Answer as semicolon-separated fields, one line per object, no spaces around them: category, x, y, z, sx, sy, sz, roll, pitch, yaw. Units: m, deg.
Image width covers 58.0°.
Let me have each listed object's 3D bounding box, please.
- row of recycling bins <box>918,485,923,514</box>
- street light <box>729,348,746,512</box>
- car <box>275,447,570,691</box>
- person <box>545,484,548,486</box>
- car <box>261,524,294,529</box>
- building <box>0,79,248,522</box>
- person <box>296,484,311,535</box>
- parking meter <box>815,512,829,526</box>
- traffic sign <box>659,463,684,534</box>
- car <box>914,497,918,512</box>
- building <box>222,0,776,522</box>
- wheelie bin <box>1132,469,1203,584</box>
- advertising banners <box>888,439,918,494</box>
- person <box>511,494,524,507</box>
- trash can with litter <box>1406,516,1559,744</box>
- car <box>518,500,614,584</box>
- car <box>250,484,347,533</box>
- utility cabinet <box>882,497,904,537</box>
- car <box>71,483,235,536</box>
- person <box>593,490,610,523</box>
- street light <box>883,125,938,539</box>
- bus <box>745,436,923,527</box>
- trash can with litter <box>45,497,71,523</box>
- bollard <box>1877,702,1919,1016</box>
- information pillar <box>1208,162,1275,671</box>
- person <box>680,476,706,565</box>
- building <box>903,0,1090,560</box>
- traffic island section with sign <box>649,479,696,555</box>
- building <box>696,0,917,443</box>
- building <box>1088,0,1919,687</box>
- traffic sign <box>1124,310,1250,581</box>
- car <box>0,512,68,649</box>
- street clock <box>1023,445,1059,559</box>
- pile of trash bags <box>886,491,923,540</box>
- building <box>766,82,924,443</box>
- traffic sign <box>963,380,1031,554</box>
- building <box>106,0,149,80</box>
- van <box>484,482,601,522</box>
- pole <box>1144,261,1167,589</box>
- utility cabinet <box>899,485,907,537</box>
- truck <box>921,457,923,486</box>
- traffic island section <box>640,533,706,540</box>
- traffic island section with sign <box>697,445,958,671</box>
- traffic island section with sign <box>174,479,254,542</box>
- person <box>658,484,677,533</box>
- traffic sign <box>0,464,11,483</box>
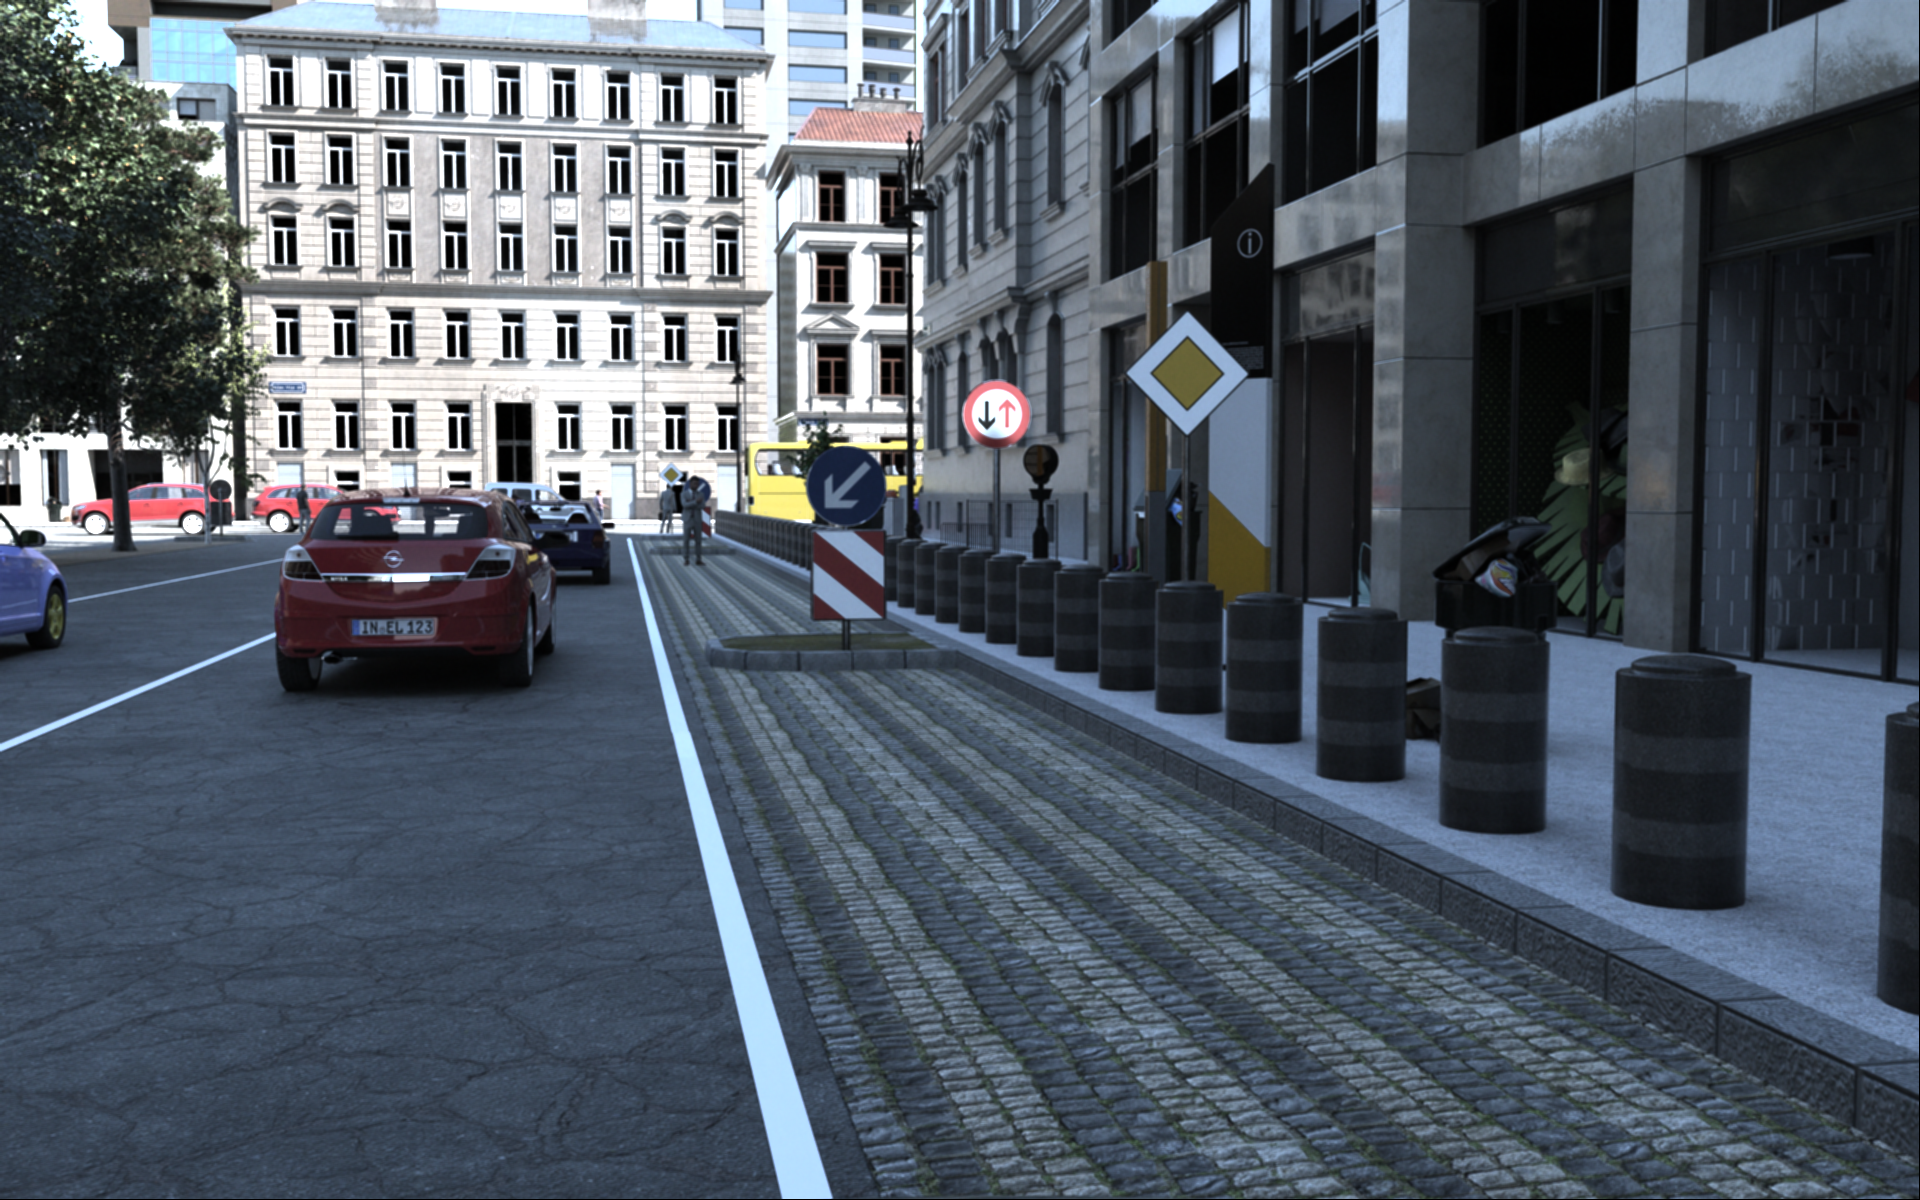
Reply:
row of recycling bins;0.398;-3.038;56.786;3.534;1.692;1.069;0;4;-4
street light;-7.029;-5.020;54.863;0.468;5.910;1.993;-1;4;-11
car;-4.320;-0.316;14.200;2.155;1.783;4.494;-1;4;-10
person;-16.216;-3.610;67.617;0.391;1.810;0.635;0;4;2
car;-25.880;-3.585;70.413;4.920;1.459;2.131;-1;4;-10
building;-42.858;-13.932;82.546;16.860;20.320;10.420;-1;4;-11
person;-23.195;-3.223;61.329;0.598;1.807;0.434;3;5;44
parking meter;-4.046;-2.774;51.060;0.399;1.863;0.255;1;4;15
traffic sign;-9.186;-3.150;55.145;0.795;2.450;0.064;-1;4;-11
car;-0.448;-3.272;66.074;3.894;1.354;1.945;-1;4;-10
building;-22.350;-17.748;87.448;25.104;27.353;12.463;-1;4;-11
wheelie bin;2.617;-0.853;21.860;0.693;1.594;0.980;-2;4;-34
advertising banners;-1.787;-3.530;53.908;0.090;3.025;2.074;2;4;26
person;-14.225;-2.726;56.300;0.697;1.427;0.421;-1;4;-11
trash can with litter;2.522;0.151;8.925;0.624;1.170;1.055;-3;4;-38
car;-6.705;-0.987;28.713;1.945;1.354;3.894;-1;4;-13
car;-23.670;-3.428;64.715;5.304;1.827;2.281;-1;4;-11
utility cabinet;-1.554;-1.445;34.792;0.306;1.237;1.020;-3;5;-43
car;-28.453;-3.207;61.104;5.304;1.827;2.281;-1;4;-12
person;-13.522;-3.333;64.952;0.963;1.587;0.435;3;5;45
street light;-0.640;-3.023;22.207;0.468;5.910;1.993;-1;4;-11
bus;-2.978;-5.047;74.064;12.252;3.916;2.896;-1;4;-10
trash can with litter;-40.100;-4.019;77.104;0.624;1.170;1.055;2;4;35
bollard;2.529;0.635;4.332;0.404;0.777;0.398;0;3;0
information pillar;2.035;-1.293;12.493;0.504;3.616;0.183;3;5;39
person;-5.328;-1.589;34.660;0.511;1.800;0.466;-3;4;-36
building;7.032;-15.521;41.163;14.401;28.519;23.554;-1;4;-11
traffic island section with sign;-6.409;-1.999;41.320;1.989;1.847;2.006;-1;4;-11
building;-14.850;-38.285;167.954;21.231;58.520;28.212;-1;4;-11
building;14.856;-12.777;13.415;19.350;26.468;34.151;-1;4;-11
traffic sign;1.425;-0.597;10.954;0.795;2.450;0.064;0;4;-3
car;-9.013;-0.321;14.847;1.945;1.707;3.694;-1;4;-11
street clock;1.186;-1.275;25.421;0.471;2.002;0.358;2;4;32
pile of trash bags;-1.829;-2.089;43.904;1.912;1.369;3.447;0;4;-1
building;0.651;-15.613;91.423;21.152;22.565;11.583;-1;4;-11
traffic sign;0.409;-1.181;19.408;0.768;2.556;0.104;0;4;-3
building;-61.167;-30.283;145.232;14.600;45.320;14.200;-1;4;-11
van;-14.693;-3.288;60.765;4.112;2.044;2.013;-1;4;-13
pole;1.729;-1.313;15.310;0.158;3.312;0.155;0;3;0
utility cabinet;-1.257;-1.899;39.734;0.318;1.500;1.173;0;4;-4
truck;3.395;-5.043;71.374;11.283;4.237;2.839;-1;4;-9
traffic island section;-9.164;-2.015;55.227;2.009;0.180;2.903;-1;4;-11
traffic island section with sign;-1.174;-0.382;14.876;1.989;1.847;2.006;-1;4;-11
traffic island section with sign;-22.673;-2.732;52.804;2.006;1.907;1.989;-1;4;-11
person;-10.101;-3.132;59.824;0.709;1.813;0.853;1;4;9
traffic sign;-28.558;-2.917;51.341;0.795;2.450;0.064;-1;4;-11
